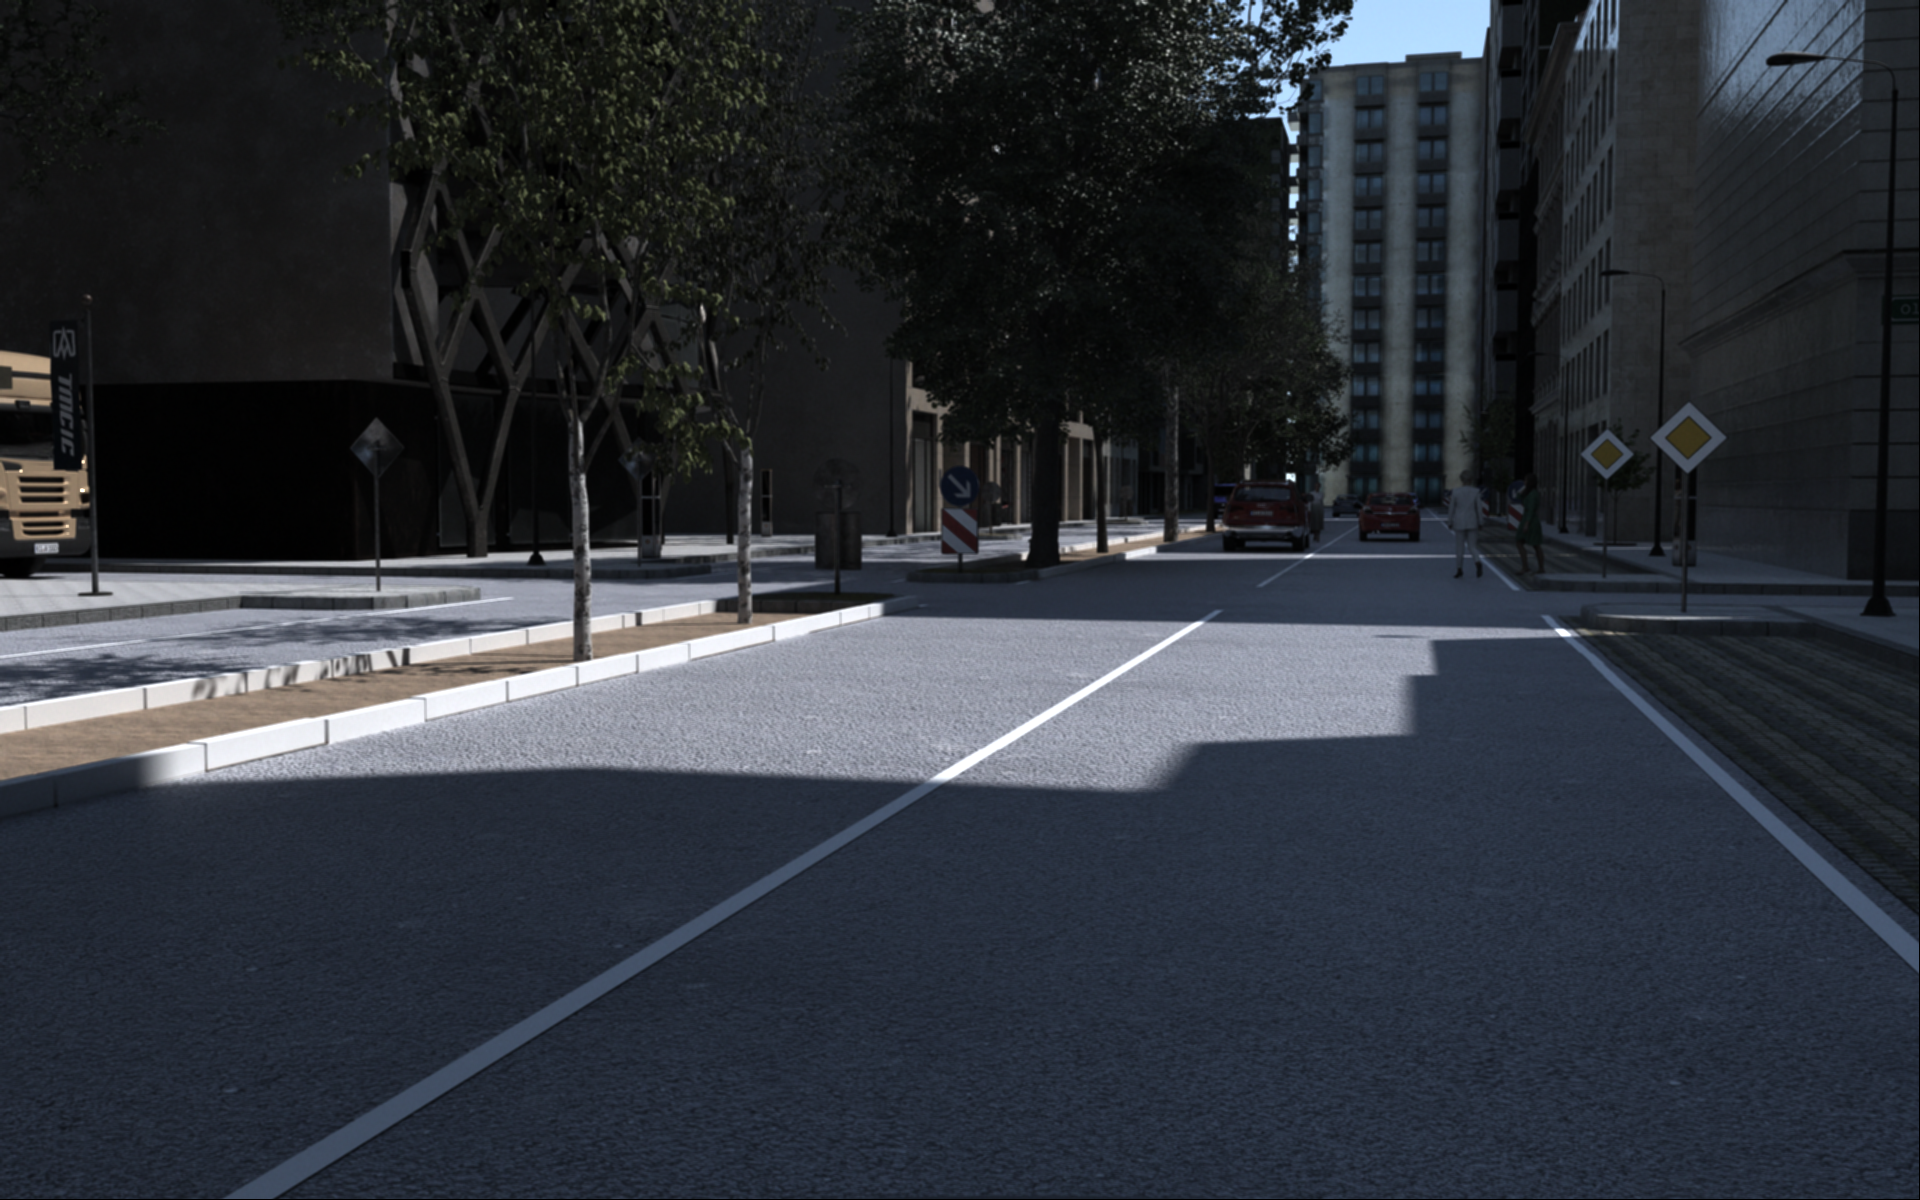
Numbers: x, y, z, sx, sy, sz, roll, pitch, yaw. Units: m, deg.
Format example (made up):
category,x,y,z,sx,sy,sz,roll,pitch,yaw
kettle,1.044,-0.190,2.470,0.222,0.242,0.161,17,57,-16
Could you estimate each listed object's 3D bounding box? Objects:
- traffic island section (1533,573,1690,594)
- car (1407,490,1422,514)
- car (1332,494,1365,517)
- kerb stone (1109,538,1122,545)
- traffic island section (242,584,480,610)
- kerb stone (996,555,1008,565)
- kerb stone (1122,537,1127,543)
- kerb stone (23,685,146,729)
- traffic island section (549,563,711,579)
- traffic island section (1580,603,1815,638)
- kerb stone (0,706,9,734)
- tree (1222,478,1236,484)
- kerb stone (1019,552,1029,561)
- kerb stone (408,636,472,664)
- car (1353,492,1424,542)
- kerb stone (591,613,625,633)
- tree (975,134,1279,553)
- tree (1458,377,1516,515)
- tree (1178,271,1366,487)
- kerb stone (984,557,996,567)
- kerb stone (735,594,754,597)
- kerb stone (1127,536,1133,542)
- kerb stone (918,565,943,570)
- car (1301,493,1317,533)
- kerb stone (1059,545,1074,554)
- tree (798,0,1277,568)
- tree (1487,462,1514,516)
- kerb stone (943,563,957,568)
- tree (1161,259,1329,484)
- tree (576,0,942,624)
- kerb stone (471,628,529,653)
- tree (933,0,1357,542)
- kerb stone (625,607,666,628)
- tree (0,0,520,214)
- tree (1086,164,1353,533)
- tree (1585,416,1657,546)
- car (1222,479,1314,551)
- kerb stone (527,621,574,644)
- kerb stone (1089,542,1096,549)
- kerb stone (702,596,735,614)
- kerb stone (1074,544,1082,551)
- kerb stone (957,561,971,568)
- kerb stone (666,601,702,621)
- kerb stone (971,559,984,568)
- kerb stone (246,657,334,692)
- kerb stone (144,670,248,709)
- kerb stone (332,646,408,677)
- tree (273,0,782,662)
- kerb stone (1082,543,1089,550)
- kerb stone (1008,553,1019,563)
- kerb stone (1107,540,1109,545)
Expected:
category,x,y,z,sx,sy,sz,roll,pitch,yaw
traffic island section,9.891,-0.260,26.539,2.009,0.180,2.903,1,4,15
car,31.122,-6.784,120.511,1.945,1.707,3.694,1,4,14
car,24.378,-5.916,108.733,2.014,1.417,4.499,1,4,16
kerb stone,4.380,-1.644,49.181,0.120,0.150,1.000,1,4,15
traffic island section,-7.694,-0.035,22.855,2.009,0.180,2.903,1,4,15
kerb stone,0.756,-0.800,35.282,0.120,0.150,1.000,1,4,15
kerb stone,4.626,-1.711,50.174,0.120,0.150,1.000,1,4,15
kerb stone,-5.581,0.686,10.980,0.120,0.150,1.000,1,4,15
traffic island section,-5.682,-0.508,30.583,2.009,0.180,2.903,1,4,15
traffic island section,7.879,0.212,18.810,2.009,0.180,2.903,1,4,15
kerb stone,-5.831,0.747,9.989,0.120,0.150,1.000,1,4,15
tree,22.551,-10.138,149.468,4.285,4.588,4.351,0,3,0
kerb stone,1.265,-0.922,37.267,0.120,0.150,1.000,1,4,15
kerb stone,-4.545,0.448,14.940,0.120,0.150,1.000,1,4,15
car,13.351,-2.745,53.924,2.155,1.783,4.494,1,4,13
kerb stone,-3.768,0.264,17.921,0.120,0.150,1.000,1,4,15
tree,3.563,-6.428,41.964,8.767,10.594,7.601,1,4,15
tree,33.513,-9.663,108.352,4.737,8.622,4.395,0,3,0
tree,15.512,-10.265,87.293,9.611,12.733,9.660,0,3,0
kerb stone,0.493,-0.738,34.284,0.120,0.150,1.000,1,4,15
kerb stone,-2.737,0.022,21.882,0.120,0.150,1.000,1,4,15
kerb stone,4.901,-1.772,51.163,0.120,0.150,1.000,1,4,15
kerb stone,-0.539,-0.492,30.323,0.120,0.150,1.000,1,4,15
car,12.451,-3.400,64.625,2.155,1.783,4.494,1,4,16
kerb stone,2.555,-1.224,42.223,0.120,0.150,1.000,1,4,15
tree,1.629,-7.593,33.257,9.857,13.997,8.962,0,3,0
tree,32.425,-6.633,103.055,1.663,3.219,1.824,0,3,0
kerb stone,-0.282,-0.556,31.313,0.120,0.150,1.000,1,4,15
tree,12.278,-9.020,75.689,9.928,11.665,9.643,0,3,0
tree,-2.322,-4.050,19.037,4.360,8.622,3.978,0,3,0
kerb stone,-4.292,0.387,15.944,0.120,0.150,1.000,1,4,15
tree,5.279,-11.829,51.752,12.611,20.169,13.585,0,3,0
kerb stone,-3.503,0.201,18.911,0.120,0.150,1.000,1,4,15
tree,-5.134,-4.365,8.240,8.767,10.594,7.601,1,4,15
tree,9.334,-9.247,64.013,12.009,13.543,11.850,0,3,0
tree,16.346,-2.969,43.140,1.663,3.219,1.824,0,3,0
car,7.991,-2.218,44.938,2.281,1.827,5.304,1,4,14
kerb stone,-4.028,0.322,16.932,0.120,0.150,1.000,1,4,15
kerb stone,3.331,-1.407,45.201,0.120,0.150,1.000,1,4,15
kerb stone,-2.992,0.080,20.892,0.120,0.150,1.000,1,4,15
kerb stone,2.818,-1.283,43.216,0.120,0.150,1.000,1,4,15
kerb stone,-0.023,-0.618,32.306,0.120,0.150,1.000,1,4,15
kerb stone,-3.250,0.140,19.901,0.120,0.150,1.000,1,4,15
kerb stone,0.238,-0.679,33.294,0.120,0.150,1.000,1,4,15
kerb stone,-5.058,0.565,12.959,0.120,0.150,1.000,1,4,15
kerb stone,-5.317,0.626,11.967,0.120,0.150,1.000,1,4,15
kerb stone,-4.798,0.504,13.950,0.120,0.150,1.000,1,4,15
tree,-3.236,-3.759,14.272,4.737,8.622,4.395,0,3,0
kerb stone,3.074,-1.342,44.206,0.120,0.150,1.000,1,4,15
kerb stone,1.016,-0.858,36.270,0.120,0.150,1.000,1,4,15
kerb stone,3.855,-1.526,47.185,0.120,0.150,1.000,1,4,15
